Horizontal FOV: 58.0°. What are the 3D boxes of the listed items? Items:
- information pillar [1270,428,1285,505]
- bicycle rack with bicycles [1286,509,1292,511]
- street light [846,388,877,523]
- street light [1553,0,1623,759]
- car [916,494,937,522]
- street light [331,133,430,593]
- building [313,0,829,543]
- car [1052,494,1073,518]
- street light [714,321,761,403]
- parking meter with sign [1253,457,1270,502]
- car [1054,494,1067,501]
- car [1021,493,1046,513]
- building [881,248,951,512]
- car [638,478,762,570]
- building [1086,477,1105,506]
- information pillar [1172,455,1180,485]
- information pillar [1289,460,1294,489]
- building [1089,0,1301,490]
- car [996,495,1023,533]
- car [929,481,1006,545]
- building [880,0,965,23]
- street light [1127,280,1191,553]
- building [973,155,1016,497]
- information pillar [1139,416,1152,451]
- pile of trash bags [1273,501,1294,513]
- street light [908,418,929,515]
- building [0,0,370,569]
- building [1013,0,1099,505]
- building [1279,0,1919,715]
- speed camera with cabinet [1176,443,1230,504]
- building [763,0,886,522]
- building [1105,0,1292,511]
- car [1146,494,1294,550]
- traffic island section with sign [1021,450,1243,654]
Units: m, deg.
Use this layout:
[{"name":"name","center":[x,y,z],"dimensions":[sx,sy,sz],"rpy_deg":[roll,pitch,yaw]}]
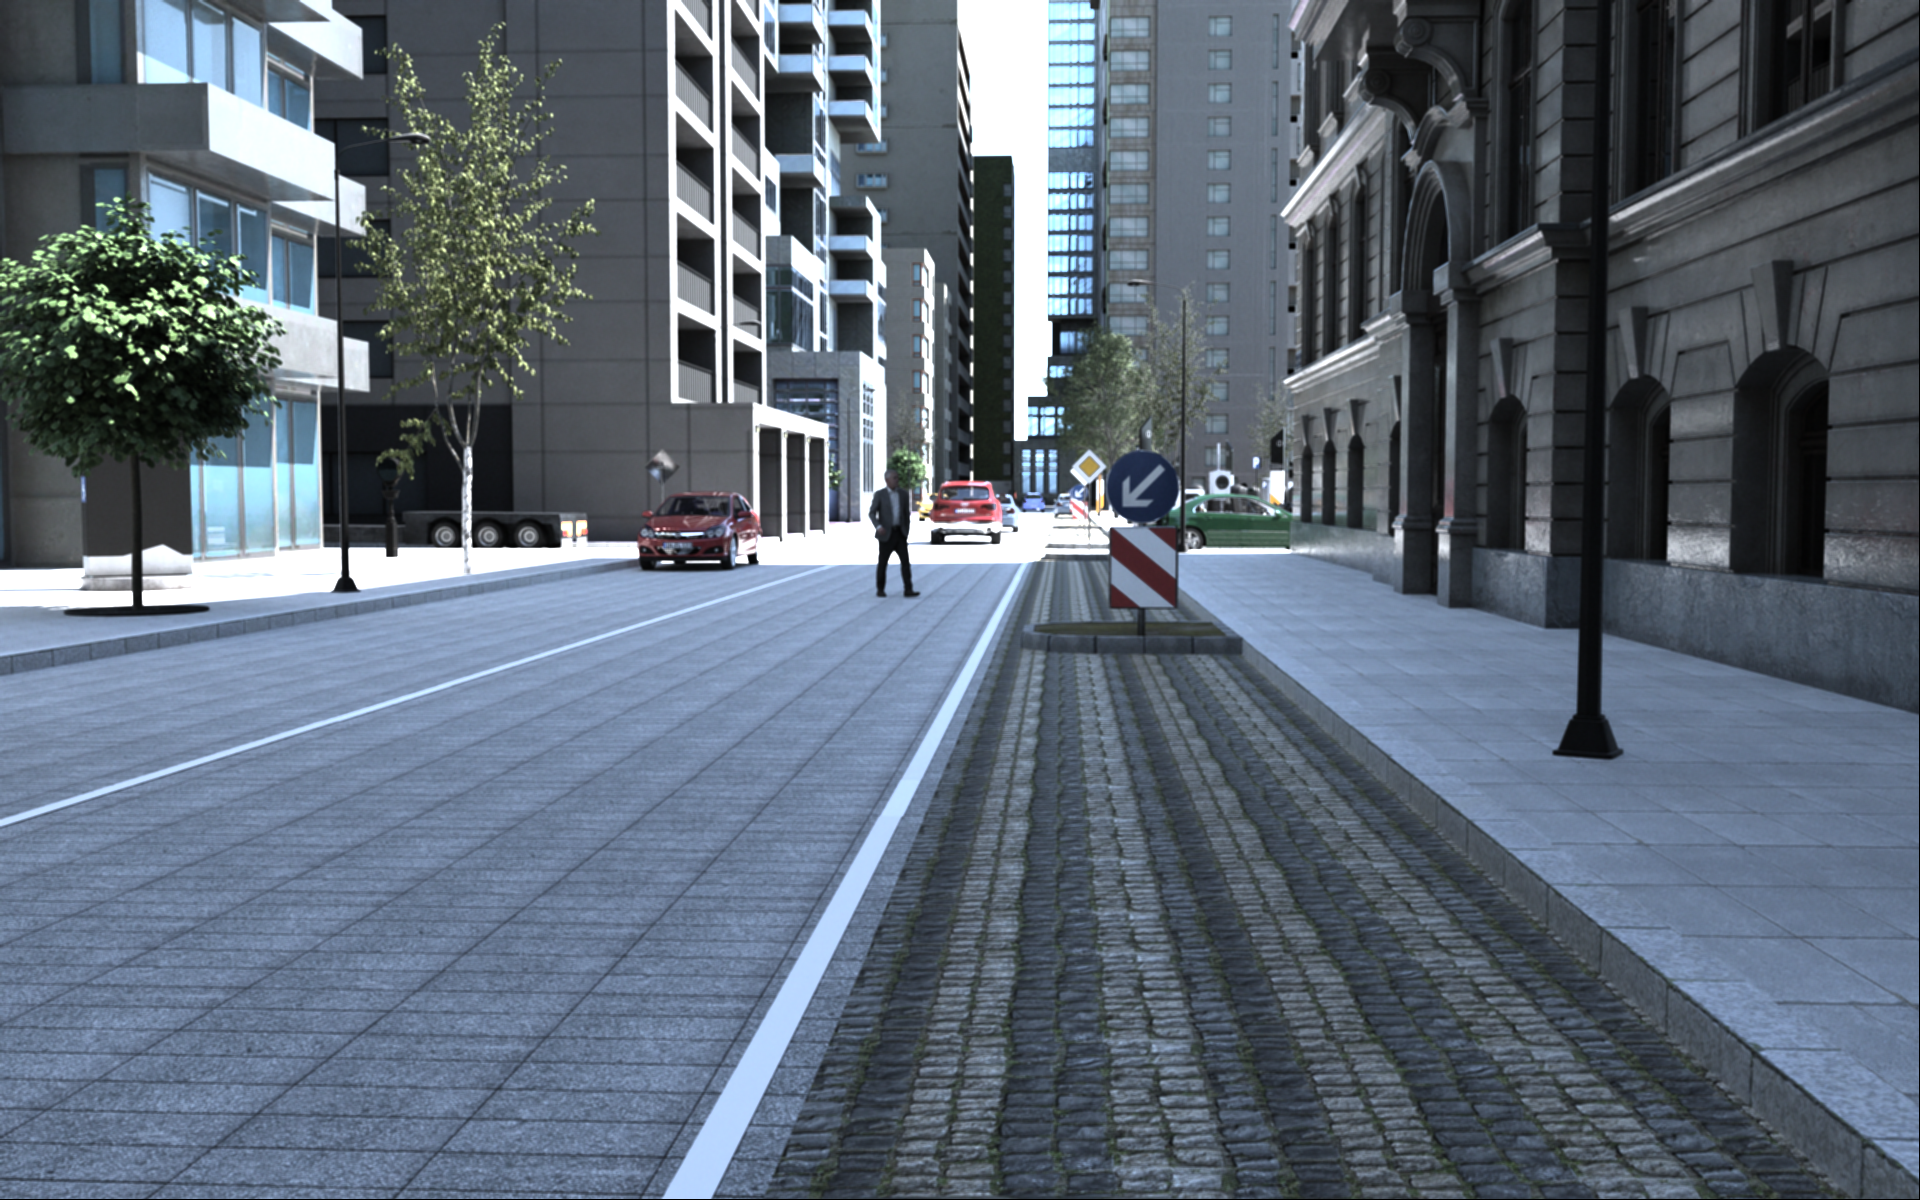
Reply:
[{"name":"information pillar","center":[11.228,-4.274,61.234],"dimensions":[0.504,3.616,0.183],"rpy_deg":[2,4,27]},{"name":"bicycle rack with bicycles","center":[8.108,-2.127,48.164],"dimensions":[2.852,0.926,2.925],"rpy_deg":[0,4,4]},{"name":"street light","center":[-4.351,-6.344,76.260],"dimensions":[1.470,5.913,1.316],"rpy_deg":[0,4,3]},{"name":"street light","center":[2.561,-2.194,8.409],"dimensions":[1.470,5.913,1.316],"rpy_deg":[0,4,3]},{"name":"car","center":[-1.270,-4.941,91.001],"dimensions":[2.015,1.641,3.980],"rpy_deg":[0,4,2]},{"name":"street light","center":[-7.518,-3.056,22.501],"dimensions":[1.470,5.913,1.316],"rpy_deg":[0,4,3]},{"name":"building","center":[-15.103,-37.734,55.208],"dimensions":[20.563,71.187,20.611],"rpy_deg":[0,4,3]},{"name":"car","center":[6.561,-5.652,104.417],"dimensions":[2.014,1.417,4.499],"rpy_deg":[0,4,3]},{"name":"street light","center":[-6.036,-4.530,46.606],"dimensions":[1.470,5.913,1.316],"rpy_deg":[0,4,3]},{"name":"parking meter with sign","center":[14.641,-5.221,81.622],"dimensions":[1.738,3.016,0.543],"rpy_deg":[-2,4,-28]},{"name":"car","center":[8.014,-7.275,129.170],"dimensions":[2.015,1.641,3.980],"rpy_deg":[0,4,2]},{"name":"car","center":[5.707,-7.630,134.335],"dimensions":[1.945,1.707,3.694],"rpy_deg":[0,4,2]},{"name":"building","center":[-15.401,-17.868,137.175],"dimensions":[27.650,21.520,28.899],"rpy_deg":[0,4,3]},{"name":"car","center":[-5.084,-1.535,34.137],"dimensions":[2.155,1.783,4.494],"rpy_deg":[0,4,3]},{"name":"building","center":[23.784,-45.617,184.095],"dimensions":[20.563,71.187,20.611],"rpy_deg":[0,4,3]},{"name":"information pillar","center":[12.945,-6.882,103.880],"dimensions":[0.504,3.616,0.183],"rpy_deg":[0,4,1]},{"name":"information pillar","center":[22.518,-7.714,117.486],"dimensions":[0.504,3.616,0.183],"rpy_deg":[0,4,5]},{"name":"building","center":[26.469,-34.914,160.088],"dimensions":[28.713,52.752,27.495],"rpy_deg":[0,4,3]},{"name":"car","center":[1.367,-3.264,65.364],"dimensions":[2.014,1.417,4.499],"rpy_deg":[0,4,3]},{"name":"car","center":[0.210,-2.565,50.609],"dimensions":[2.281,1.827,5.304],"rpy_deg":[0,4,2]},{"name":"building","center":[-10.198,-32.906,161.722],"dimensions":[21.300,48.544,21.600],"rpy_deg":[0,4,3]},{"name":"street light","center":[4.328,-3.988,37.742],"dimensions":[1.470,5.913,1.316],"rpy_deg":[0,4,3]},{"name":"building","center":[-0.275,-32.316,211.953],"dimensions":[14.086,41.232,14.154],"rpy_deg":[0,4,3]},{"name":"information pillar","center":[5.542,-3.689,51.673],"dimensions":[0.504,3.616,0.183],"rpy_deg":[-3,5,-42]},{"name":"pile of trash bags","center":[11.285,-2.692,53.761],"dimensions":[3.447,1.369,1.912],"rpy_deg":[1,4,10]},{"name":"street light","center":[-2.565,-8.153,105.848],"dimensions":[1.470,5.913,1.316],"rpy_deg":[0,4,3]},{"name":"building","center":[-27.809,-25.057,29.291],"dimensions":[30.456,49.044,23.786],"rpy_deg":[0,4,3]},{"name":"building","center":[22.473,-55.089,213.383],"dimensions":[31.000,86.520,22.319],"rpy_deg":[0,4,3]},{"name":"building","center":[11.374,-12.289,20.009],"dimensions":[14.460,24.649,34.723],"rpy_deg":[0,4,3]},{"name":"speed camera with cabinet","center":[9.418,-4.450,67.096],"dimensions":[2.038,3.252,0.660],"rpy_deg":[-1,4,-13]},{"name":"building","center":[-14.715,-47.653,91.797],"dimensions":[22.319,86.520,31.000],"rpy_deg":[0,4,3]},{"name":"building","center":[18.849,-27.921,140.101],"dimensions":[14.154,41.232,14.086],"rpy_deg":[0,4,3]},{"name":"car","center":[6.796,-1.827,41.670],"dimensions":[4.920,1.459,2.131],"rpy_deg":[0,4,2]},{"name":"traffic island section with sign","center":[1.581,-0.473,16.356],"dimensions":[1.989,1.847,2.006],"rpy_deg":[0,4,3]}]
